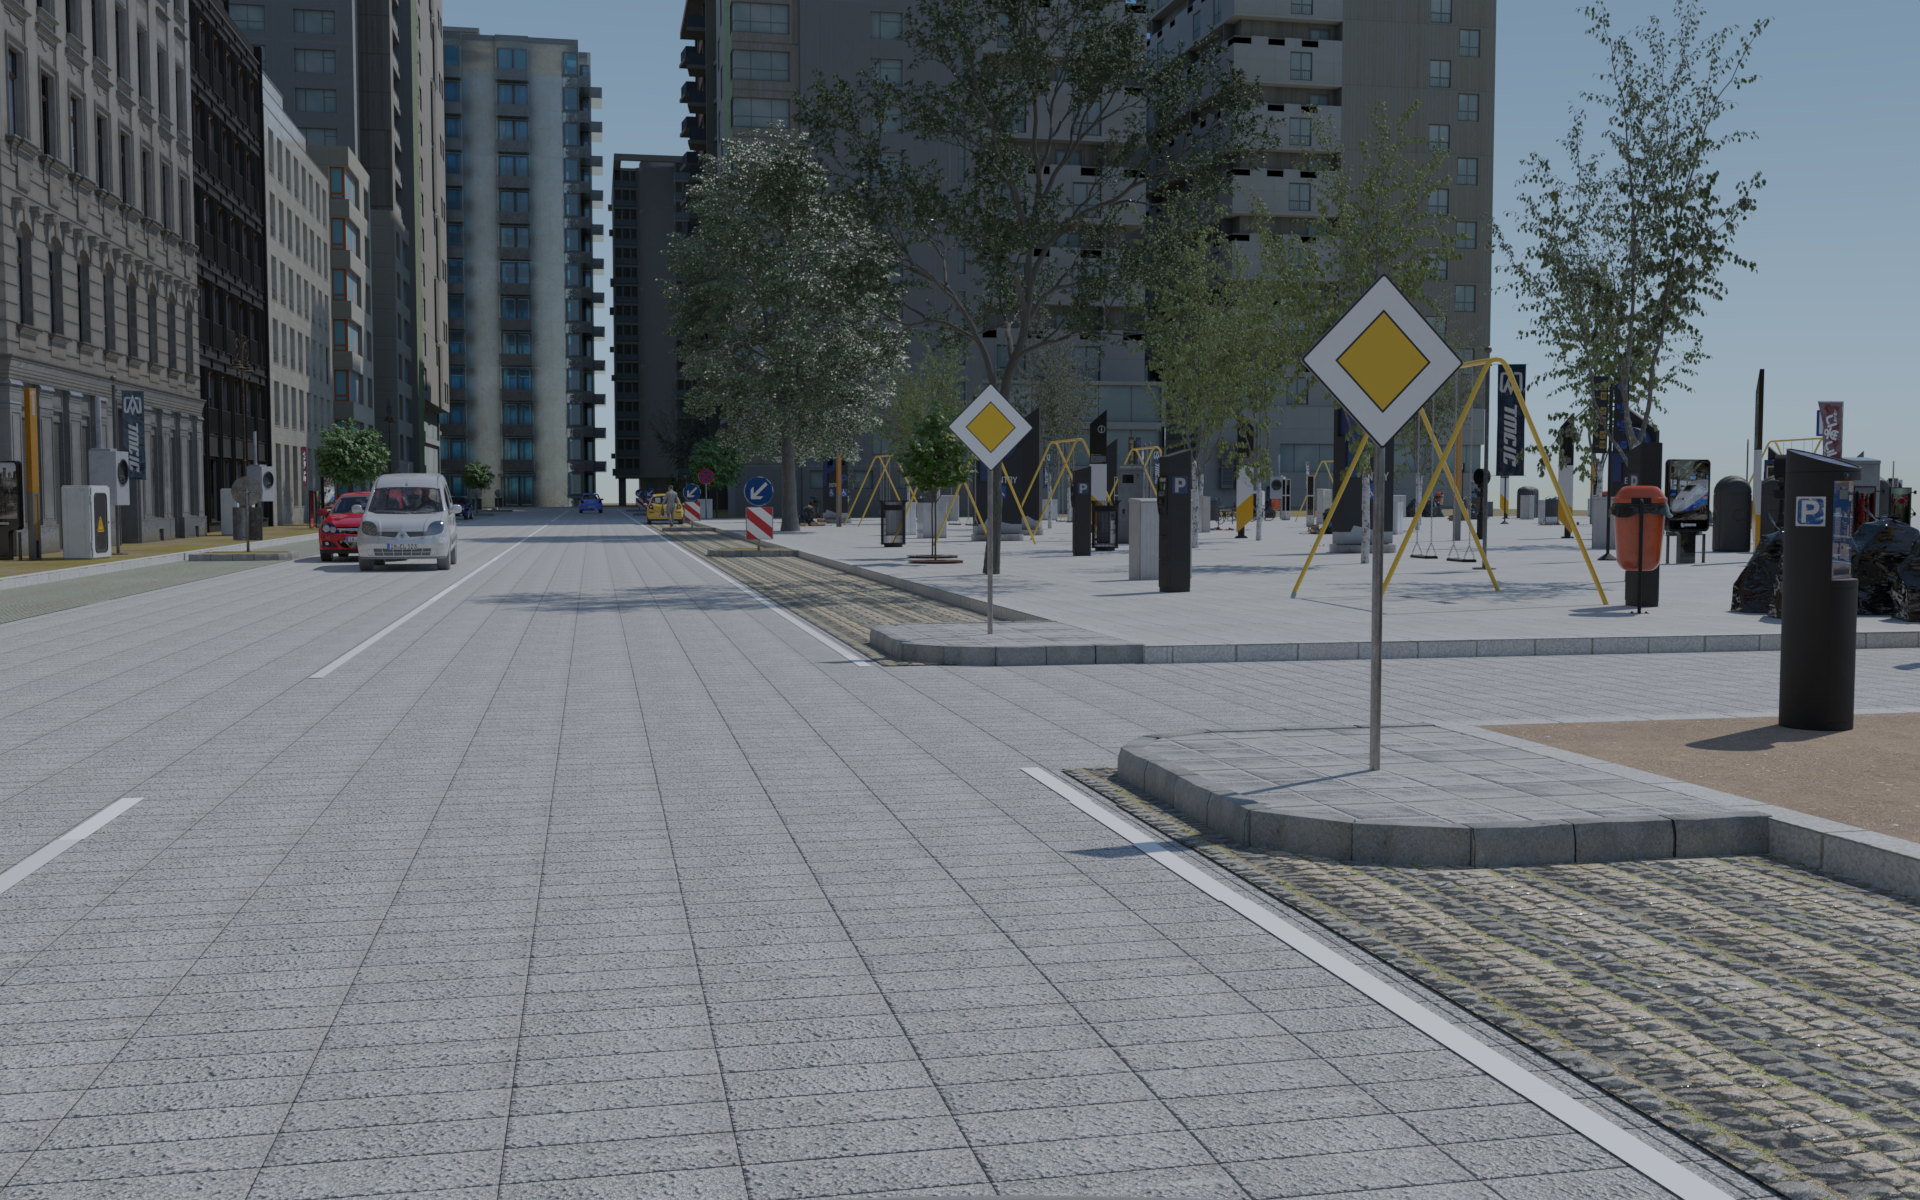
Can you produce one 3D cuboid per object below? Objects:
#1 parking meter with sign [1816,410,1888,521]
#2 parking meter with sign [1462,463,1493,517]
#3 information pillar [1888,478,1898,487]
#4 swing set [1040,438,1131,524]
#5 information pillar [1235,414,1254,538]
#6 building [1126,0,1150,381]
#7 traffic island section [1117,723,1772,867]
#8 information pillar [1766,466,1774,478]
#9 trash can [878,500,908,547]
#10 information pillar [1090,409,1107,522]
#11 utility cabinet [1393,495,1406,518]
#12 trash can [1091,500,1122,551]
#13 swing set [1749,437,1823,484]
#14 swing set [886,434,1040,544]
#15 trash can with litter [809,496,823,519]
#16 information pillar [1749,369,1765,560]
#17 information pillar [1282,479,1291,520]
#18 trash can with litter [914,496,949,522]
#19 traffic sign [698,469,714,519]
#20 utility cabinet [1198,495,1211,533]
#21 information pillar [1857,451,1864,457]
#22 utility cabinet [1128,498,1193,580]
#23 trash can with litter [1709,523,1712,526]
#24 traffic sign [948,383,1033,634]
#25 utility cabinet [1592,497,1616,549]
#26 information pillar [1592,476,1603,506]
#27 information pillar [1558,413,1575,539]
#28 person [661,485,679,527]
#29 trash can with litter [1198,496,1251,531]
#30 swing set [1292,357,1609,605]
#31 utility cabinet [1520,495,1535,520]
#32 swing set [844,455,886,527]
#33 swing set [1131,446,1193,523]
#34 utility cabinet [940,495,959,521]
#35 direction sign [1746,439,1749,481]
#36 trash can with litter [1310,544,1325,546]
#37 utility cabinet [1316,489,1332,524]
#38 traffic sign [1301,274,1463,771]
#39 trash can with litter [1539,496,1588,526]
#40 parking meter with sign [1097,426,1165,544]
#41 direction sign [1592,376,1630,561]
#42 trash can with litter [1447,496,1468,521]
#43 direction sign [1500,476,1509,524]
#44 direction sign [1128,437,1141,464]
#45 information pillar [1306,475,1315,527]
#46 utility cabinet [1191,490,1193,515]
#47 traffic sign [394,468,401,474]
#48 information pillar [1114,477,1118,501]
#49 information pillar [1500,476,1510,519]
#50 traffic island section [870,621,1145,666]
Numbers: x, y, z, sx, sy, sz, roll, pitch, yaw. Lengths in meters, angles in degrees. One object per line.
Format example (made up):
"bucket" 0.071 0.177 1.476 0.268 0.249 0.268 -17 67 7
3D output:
"parking meter with sign" 18.629 -2.420 35.823 1.738 3.016 0.543 -1 4 -11
"parking meter with sign" 29.153 -6.200 97.632 1.738 3.016 0.543 0 4 2
"information pillar" 42.107 -4.508 78.200 0.304 2.012 0.304 -1 4 -14
"swing set" 3.032 -3.207 50.062 2.862 2.851 3.119 -1 4 -12
"information pillar" 8.244 -3.597 50.173 0.504 3.616 0.183 0 4 -4
"building" 15.827 -53.841 192.967 31.000 86.520 22.319 -1 4 -12
"traffic island section" 1.948 0.869 8.076 2.009 0.180 2.903 -1 4 -12
"information pillar" 21.239 -2.492 45.238 0.304 2.012 0.304 3 5 39
"trash can" -1.617 -1.850 41.902 0.748 1.137 0.748 0 3 0
"information pillar" 3.832 -3.457 47.875 0.504 3.616 0.183 0 4 3
"utility cabinet" 23.846 -5.098 94.513 1.020 1.237 0.306 -1 4 -23
"trash can" 3.278 -1.680 39.121 0.748 1.137 0.748 0 3 0
"swing set" 23.691 -3.138 48.918 2.862 2.851 3.119 0 4 -2
"swing set" 0.034 -2.893 44.921 2.862 2.851 3.119 -2 4 -23
"trash can with litter" -7.292 -4.807 89.982 1.055 1.170 0.624 1 4 16
"information pillar" 15.037 -2.525 32.643 0.183 3.616 0.504 1 4 17
"information pillar" 15.948 -4.905 84.689 0.304 2.012 0.304 -2 4 -27
"trash can with litter" -1.596 -4.197 79.674 2.233 1.210 1.678 2 4 31
"traffic sign" -12.810 -5.338 87.385 0.768 2.556 0.104 0 4 -6
"utility cabinet" 8.214 -2.871 58.107 0.306 1.237 1.020 0 4 2
"information pillar" 48.810 -6.282 94.059 0.504 3.616 0.183 0 4 -4
"utility cabinet" 3.032 -0.915 26.120 1.020 1.237 0.306 -2 4 -33
"trash can with litter" 30.098 -3.541 68.955 1.678 1.210 2.233 -1 4 -19
"traffic sign" 0.273 -0.744 15.806 0.795 2.450 0.064 -1 4 -12
"utility cabinet" 15.338 -1.794 40.496 1.020 1.237 0.306 2 4 28
"information pillar" 25.622 -3.983 69.621 0.304 2.012 0.304 -3 5 -44
"information pillar" 17.553 -3.594 50.119 0.183 3.616 0.504 -2 4 -28
"person" -12.442 -4.020 74.352 0.709 1.813 0.853 -3 5 -39
"trash can with litter" 9.284 -3.055 61.014 2.233 1.210 1.678 -1 4 -12
"swing set" 5.901 -1.450 21.321 2.862 2.851 3.119 0 4 -8
"utility cabinet" 28.683 -4.672 87.551 0.306 1.237 1.020 0 4 -7
"swing set" -3.041 -4.412 69.749 2.862 2.851 3.119 -1 4 -15
"swing set" 6.208 -3.692 57.992 2.862 2.851 3.119 -1 4 -9
"utility cabinet" -0.577 -4.377 82.730 1.020 1.237 0.306 1 4 10
"direction sign" 32.588 -4.876 71.724 0.379 3.537 0.876 2 4 26
"trash can with litter" 9.578 -1.894 42.032 1.678 1.210 2.233 0 4 -8
"utility cabinet" 15.442 -3.958 73.394 0.318 1.500 1.173 2 4 29
"traffic sign" 1.927 -0.266 7.994 0.795 2.450 0.064 -1 4 -12
"trash can with litter" 24.702 -3.669 71.049 2.233 1.210 1.678 0 4 6
"parking meter with sign" 4.419 -2.969 44.802 1.738 3.016 0.543 1 4 9
"direction sign" 12.533 -2.533 33.411 0.876 3.537 0.379 -2 4 -24
"trash can with litter" 23.728 -4.360 82.668 0.624 1.170 1.055 -3 4 -36
"direction sign" 23.289 -5.013 73.958 0.876 3.537 0.379 -1 4 -13
"direction sign" 6.937 -4.701 68.859 0.379 3.537 0.876 3 4 38
"information pillar" 13.706 -3.867 67.721 0.304 2.012 0.304 1 4 13
"utility cabinet" 11.325 -4.820 87.486 1.173 1.500 0.318 -1 4 -18
"traffic sign" -28.028 -5.284 86.402 0.884 2.594 0.081 0 4 -7
"information pillar" 6.746 -4.220 73.487 0.304 2.012 0.304 3 5 43
"information pillar" 28.296 -6.029 89.930 0.504 3.616 0.183 -1 4 -14
"traffic island section" 0.294 0.391 15.888 2.009 0.180 2.903 -1 4 -12
